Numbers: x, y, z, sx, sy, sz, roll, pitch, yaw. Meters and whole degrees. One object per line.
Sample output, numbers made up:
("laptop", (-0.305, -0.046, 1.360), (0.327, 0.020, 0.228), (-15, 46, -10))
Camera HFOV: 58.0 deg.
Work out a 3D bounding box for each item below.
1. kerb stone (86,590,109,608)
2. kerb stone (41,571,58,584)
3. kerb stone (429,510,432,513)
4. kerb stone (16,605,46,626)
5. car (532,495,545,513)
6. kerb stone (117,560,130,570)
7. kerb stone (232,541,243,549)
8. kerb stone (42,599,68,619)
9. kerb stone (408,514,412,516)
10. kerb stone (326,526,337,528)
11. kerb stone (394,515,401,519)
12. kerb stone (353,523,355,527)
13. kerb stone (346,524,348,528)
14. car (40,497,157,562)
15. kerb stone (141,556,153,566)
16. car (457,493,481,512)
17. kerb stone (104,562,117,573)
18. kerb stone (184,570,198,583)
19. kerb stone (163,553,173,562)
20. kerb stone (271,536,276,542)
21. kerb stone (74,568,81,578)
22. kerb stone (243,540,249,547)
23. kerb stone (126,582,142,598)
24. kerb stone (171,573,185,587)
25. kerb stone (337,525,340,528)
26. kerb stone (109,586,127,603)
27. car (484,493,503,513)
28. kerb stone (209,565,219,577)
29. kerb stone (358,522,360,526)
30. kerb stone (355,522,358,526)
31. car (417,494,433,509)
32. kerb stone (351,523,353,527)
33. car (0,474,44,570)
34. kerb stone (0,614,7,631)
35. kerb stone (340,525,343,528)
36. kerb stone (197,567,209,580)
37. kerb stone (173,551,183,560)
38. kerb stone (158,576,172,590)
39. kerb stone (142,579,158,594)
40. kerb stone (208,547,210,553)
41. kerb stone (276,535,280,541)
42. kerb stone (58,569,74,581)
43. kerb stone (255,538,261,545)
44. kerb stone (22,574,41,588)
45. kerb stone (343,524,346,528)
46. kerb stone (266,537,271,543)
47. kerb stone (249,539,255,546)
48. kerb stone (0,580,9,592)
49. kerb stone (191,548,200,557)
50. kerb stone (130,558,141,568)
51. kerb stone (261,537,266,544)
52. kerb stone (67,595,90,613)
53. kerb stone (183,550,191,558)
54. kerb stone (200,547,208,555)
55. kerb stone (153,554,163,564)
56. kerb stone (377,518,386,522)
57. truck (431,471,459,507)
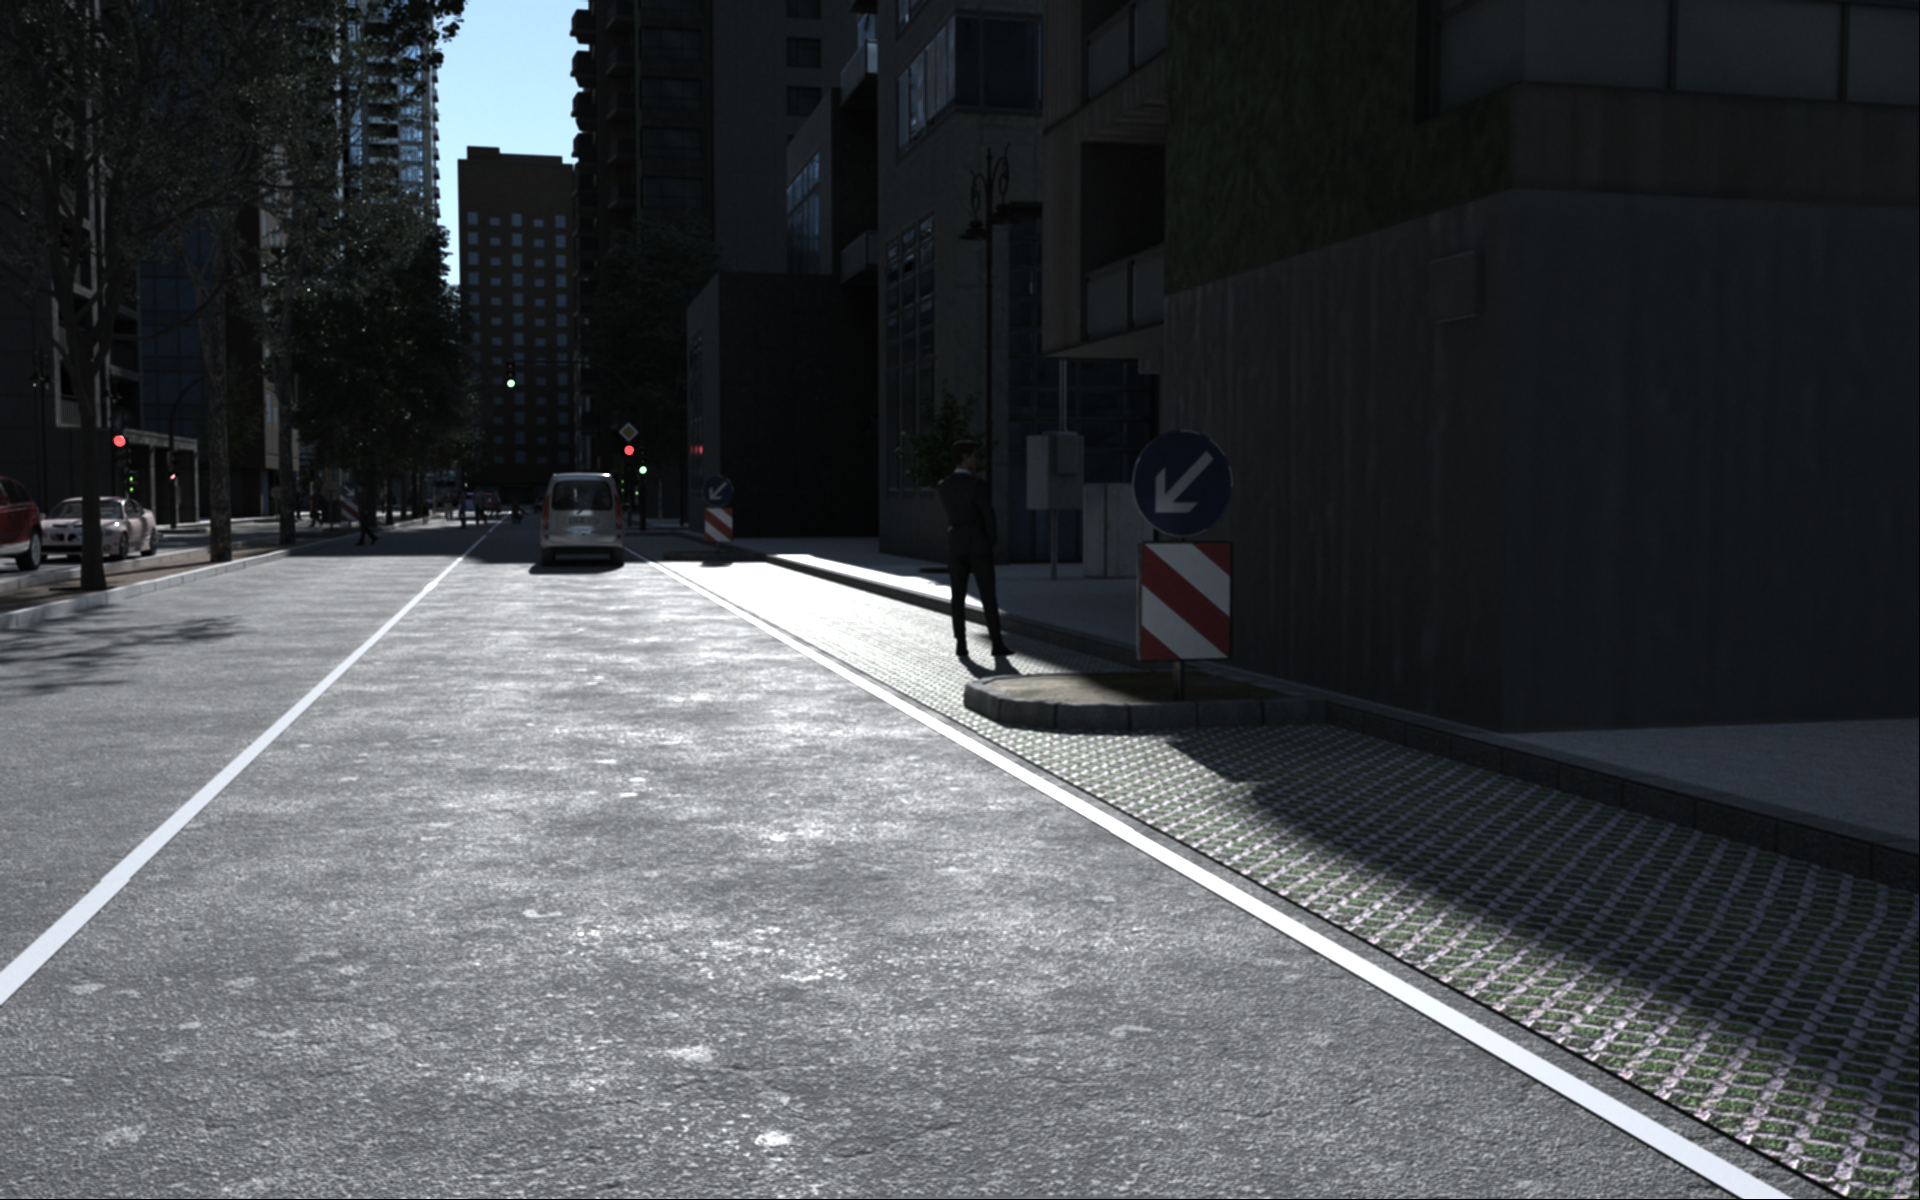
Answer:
("kerb stone", (-11.100, 0.003, 22.146), (0.120, 0.150, 1.000), (-1, 4, -14))
("kerb stone", (-14.629, -0.332, 27.629), (0.120, 0.150, 1.000), (-1, 4, -14))
("kerb stone", (-41.697, -6.998, 136.605), (0.120, 0.150, 1.000), (-1, 4, -14))
("kerb stone", (-10.354, 0.185, 19.170), (0.120, 0.150, 1.000), (-1, 4, -14))
("car", (-31.053, -7.164, 129.714), (1.945, 1.354, 3.894), (-1, 4, -14))
("kerb stone", (-15.865, -0.637, 32.610), (0.120, 0.150, 1.000), (-1, 4, -14))
("kerb stone", (-19.077, -1.428, 45.548), (0.120, 0.150, 1.000), (-1, 4, -14))
("kerb stone", (-10.605, 0.124, 20.161), (0.120, 0.150, 1.000), (-1, 4, -14))
("kerb stone", (-35.768, -5.537, 112.721), (0.120, 0.150, 1.000), (-1, 4, -14))
("kerb stone", (-24.640, -2.798, 67.943), (0.120, 0.150, 1.000), (-1, 4, -14))
("kerb stone", (-33.053, -4.864, 101.768), (0.120, 0.150, 1.000), (-1, 4, -14))
("kerb stone", (-26.370, -3.220, 74.909), (0.120, 0.150, 1.000), (-1, 4, -14))
("kerb stone", (-25.625, -3.041, 71.928), (0.120, 0.150, 1.000), (-1, 4, -14))
("car", (-19.091, -1.583, 38.240), (2.083, 1.381, 4.827), (-1, 4, -13))
("kerb stone", (-16.352, -0.759, 34.598), (0.120, 0.150, 1.000), (-1, 4, -14))
("car", (-34.628, -6.920, 122.728), (1.945, 1.707, 3.694), (-1, 4, -15))
("kerb stone", (-15.613, -0.572, 31.619), (0.120, 0.150, 1.000), (-1, 4, -14))
("kerb stone", (-12.581, -0.360, 28.121), (0.120, 0.150, 1.000), (-1, 4, -14))
("kerb stone", (-16.850, -0.879, 36.596), (0.120, 0.150, 1.000), (-1, 4, -14))
("kerb stone", (-20.564, -1.794, 51.535), (0.120, 0.150, 1.000), (-1, 4, -14))
("kerb stone", (-15.122, -0.454, 29.617), (0.120, 0.150, 1.000), (-1, 4, -14))
("kerb stone", (-19.325, -1.488, 46.557), (0.120, 0.150, 1.000), (-1, 4, -14))
("kerb stone", (-11.601, -0.118, 24.128), (0.120, 0.150, 1.000), (-1, 4, -14))
("kerb stone", (-12.335, -0.298, 27.111), (0.120, 0.150, 1.000), (-1, 4, -14))
("kerb stone", (-24.885, -2.859, 68.945), (0.120, 0.150, 1.000), (-1, 4, -14))
("kerb stone", (-11.342, -0.055, 23.139), (0.120, 0.150, 1.000), (-1, 4, -14))
("car", (-36.105, -7.566, 132.745), (2.155, 1.783, 4.494), (-1, 4, -15))
("kerb stone", (-13.084, -0.484, 30.105), (0.120, 0.150, 1.000), (-1, 4, -14))
("kerb stone", (-26.863, -3.346, 76.904), (0.120, 0.150, 1.000), (-1, 4, -14))
("kerb stone", (-26.613, -3.285, 75.902), (0.120, 0.150, 1.000), (-1, 4, -14))
("car", (-50.048, -9.313, 162.059), (2.009, 1.686, 4.222), (-1, 4, -14))
("kerb stone", (-26.125, -3.163, 73.917), (0.120, 0.150, 1.000), (-1, 4, -14))
("car", (-18.055, -1.364, 30.974), (2.281, 1.827, 5.304), (-1, 4, -13))
("kerb stone", (-10.109, 0.247, 18.175), (0.120, 0.150, 1.000), (-1, 4, -14))
("kerb stone", (-25.137, -2.918, 69.940), (0.120, 0.150, 1.000), (-1, 4, -14))
("kerb stone", (-12.826, -0.422, 29.115), (0.120, 0.150, 1.000), (-1, 4, -14))
("kerb stone", (-17.093, -0.941, 37.589), (0.120, 0.150, 1.000), (-1, 4, -14))
("kerb stone", (-12.089, -0.232, 26.115), (0.120, 0.150, 1.000), (-1, 4, -14))
("kerb stone", (-11.847, -0.179, 25.122), (0.120, 0.150, 1.000), (-1, 4, -14))
("kerb stone", (-18.088, -1.184, 41.562), (0.120, 0.150, 1.000), (-1, 4, -14))
("kerb stone", (-20.814, -1.855, 52.531), (0.120, 0.150, 1.000), (-1, 4, -14))
("kerb stone", (-14.874, -0.393, 28.624), (0.120, 0.150, 1.000), (-1, 4, -14))
("kerb stone", (-19.822, -1.611, 48.553), (0.120, 0.150, 1.000), (-1, 4, -14))
("kerb stone", (-14.373, -0.263, 26.628), (0.120, 0.150, 1.000), (-1, 4, -14))
("kerb stone", (-25.382, -2.981, 70.935), (0.120, 0.150, 1.000), (-1, 4, -14))
("kerb stone", (-20.314, -1.733, 50.542), (0.120, 0.150, 1.000), (-1, 4, -14))
("kerb stone", (-19.573, -1.551, 47.552), (0.120, 0.150, 1.000), (-1, 4, -14))
("kerb stone", (-14.137, -0.201, 25.633), (0.120, 0.150, 1.000), (-1, 4, -14))
("kerb stone", (-17.593, -1.063, 39.576), (0.120, 0.150, 1.000), (-1, 4, -14))
("kerb stone", (-16.110, -0.698, 33.604), (0.120, 0.150, 1.000), (-1, 4, -14))
("kerb stone", (-20.076, -1.673, 49.548), (0.120, 0.150, 1.000), (-1, 4, -14))
("kerb stone", (-10.853, 0.069, 21.153), (0.120, 0.150, 1.000), (-1, 4, -14))
("kerb stone", (-17.351, -1.002, 38.582), (0.120, 0.150, 1.000), (-1, 4, -14))
("kerb stone", (-17.841, -1.124, 40.570), (0.120, 0.150, 1.000), (-1, 4, -14))
("kerb stone", (-16.606, -0.819, 35.588), (0.120, 0.150, 1.000), (-1, 4, -14))
("kerb stone", (-30.323, -4.195, 90.826), (0.120, 0.150, 1.000), (-1, 4, -14))
("truck", (-60.153, -13.028, 202.761), (2.967, 4.110, 18.799), (-1, 4, -16))
